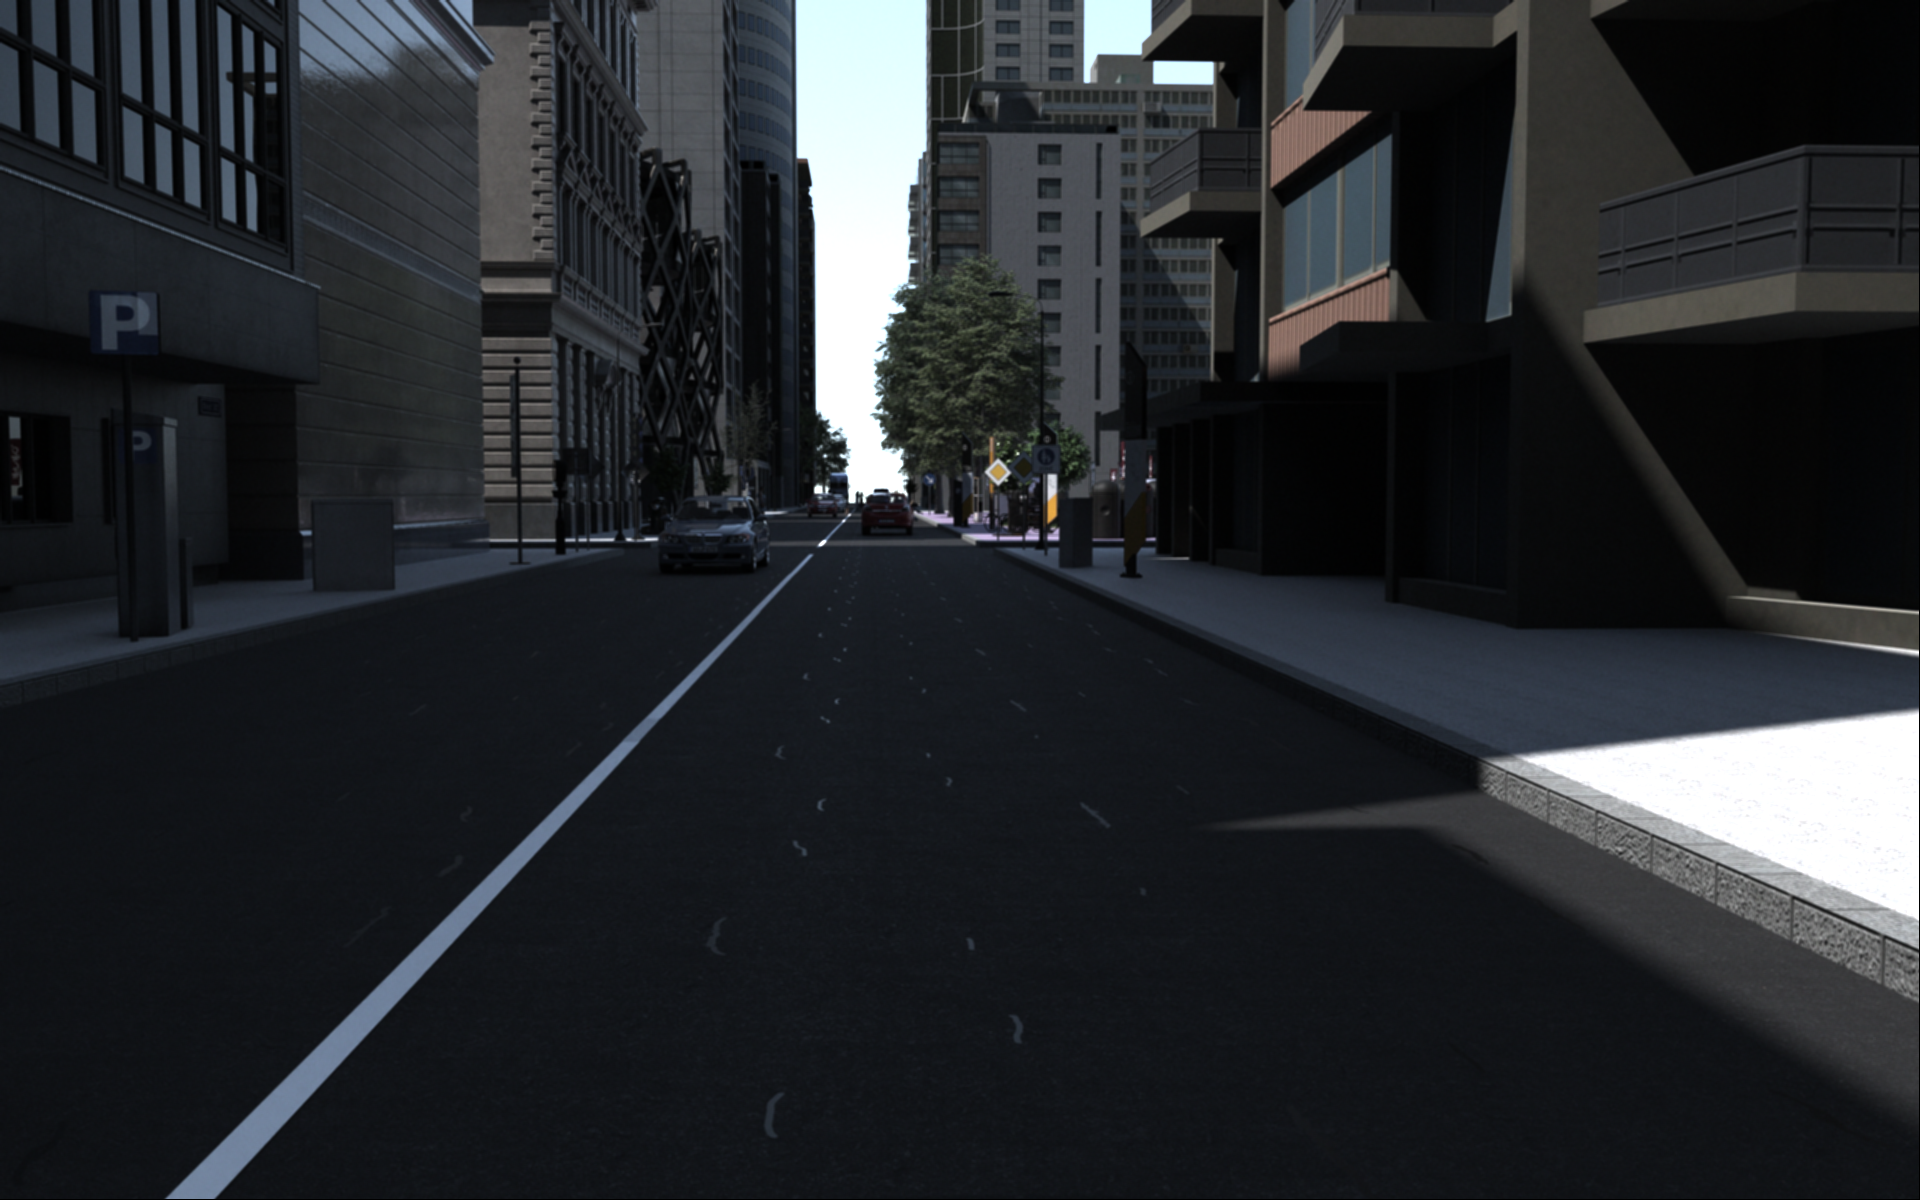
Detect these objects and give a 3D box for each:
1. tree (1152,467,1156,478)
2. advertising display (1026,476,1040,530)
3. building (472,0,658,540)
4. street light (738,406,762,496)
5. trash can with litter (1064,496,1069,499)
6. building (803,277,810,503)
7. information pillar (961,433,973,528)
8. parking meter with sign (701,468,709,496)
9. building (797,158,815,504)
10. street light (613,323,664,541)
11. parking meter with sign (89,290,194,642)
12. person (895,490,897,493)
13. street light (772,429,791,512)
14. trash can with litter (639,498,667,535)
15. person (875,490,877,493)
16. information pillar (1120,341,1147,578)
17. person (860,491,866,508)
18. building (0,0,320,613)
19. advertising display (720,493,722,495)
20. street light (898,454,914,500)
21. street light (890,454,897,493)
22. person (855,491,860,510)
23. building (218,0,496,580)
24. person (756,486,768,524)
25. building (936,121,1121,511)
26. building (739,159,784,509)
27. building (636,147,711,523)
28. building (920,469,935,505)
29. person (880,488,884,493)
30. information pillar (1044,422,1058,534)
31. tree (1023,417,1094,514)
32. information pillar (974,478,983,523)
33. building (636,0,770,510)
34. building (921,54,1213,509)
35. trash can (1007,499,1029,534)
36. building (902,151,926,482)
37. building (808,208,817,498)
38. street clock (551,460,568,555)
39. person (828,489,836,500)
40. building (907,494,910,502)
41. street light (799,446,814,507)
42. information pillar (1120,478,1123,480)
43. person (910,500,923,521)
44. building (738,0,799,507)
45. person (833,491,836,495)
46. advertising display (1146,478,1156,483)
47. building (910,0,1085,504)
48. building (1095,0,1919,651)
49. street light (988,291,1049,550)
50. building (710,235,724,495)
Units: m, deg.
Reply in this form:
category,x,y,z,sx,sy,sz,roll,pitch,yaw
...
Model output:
category,x,y,z,sx,sy,sz,roll,pitch,yaw
tree,11.901,-6.606,102.616,1.663,3.219,1.824,0,3,0
advertising display,2.832,-3.516,62.706,0.974,1.923,0.123,-2,4,-30
building,-16.627,-13.950,56.958,11.050,23.489,19.941,0,4,-3
street light,-11.068,-7.244,90.985,1.470,5.913,1.316,0,4,-3
trash can with litter,6.732,-5.688,104.380,1.055,1.170,0.624,-1,4,-16
building,-32.441,-37.998,244.971,21.300,48.544,21.600,0,4,-3
information pillar,0.276,-4.575,66.152,0.504,3.616,0.183,3,5,42
parking meter with sign,-16.686,-7.312,115.809,0.543,3.016,1.738,-2,4,-34
building,-29.862,-34.580,220.000,22.147,44.769,28.867,0,4,-3
street light,-8.748,-4.565,47.182,1.470,5.913,1.316,0,4,-3
parking meter with sign,-7.381,-1.193,15.764,0.543,3.016,1.738,-1,4,-14
person,-4.594,-7.083,125.026,1.217,1.735,0.721,-1,4,-11
street light,-12.716,-9.241,123.637,1.470,5.913,1.316,0,4,-3
trash can with litter,-9.682,-2.627,54.334,1.055,1.170,0.624,3,4,39
person,-6.363,-7.540,132.303,1.217,1.766,0.721,-1,4,-19
information pillar,2.673,-2.148,26.471,0.183,3.616,0.504,-2,4,-29
person,-10.028,-10.157,175.348,1.217,1.735,0.721,2,4,33
building,-15.339,-13.356,11.882,14.314,27.812,24.014,0,4,-3
advertising display,-17.024,-7.042,120.342,0.974,1.923,0.123,0,4,3
street light,-4.714,-11.201,155.684,1.470,5.913,1.316,0,4,-3
street light,-7.041,-13.849,198.969,1.470,5.913,1.316,0,4,-3
person,-9.415,-9.184,159.326,0.621,1.740,0.551,-3,5,-43
building,-19.836,-14.986,30.922,20.117,28.700,13.634,0,4,-3
person,-9.357,-4.446,81.285,0.778,1.811,0.616,-1,4,-12
building,5.003,-22.417,138.211,14.160,30.474,14.107,0,4,-3
building,-22.665,-23.099,149.377,14.160,30.474,14.107,0,4,-3
building,-20.267,-12.711,75.280,16.820,18.784,16.811,0,4,-3
building,10.010,-20.756,184.397,27.650,21.520,28.899,0,4,-3
person,-5.808,-7.460,130.104,1.348,1.869,0.705,1,4,10
information pillar,2.928,-3.974,56.328,0.504,3.616,0.183,2,4,26
tree,4.135,-5.538,74.258,4.285,4.588,4.351,0,3,0
information pillar,0.824,-4.462,77.444,0.304,2.012,0.304,-3,4,-37
building,-25.105,-42.349,130.658,20.563,71.187,20.611,0,4,-3
building,12.757,-28.473,157.412,32.217,40.220,23.993,0,4,-3
trash can,1.846,-2.659,55.132,0.748,1.137,0.748,0,3,0
building,3.890,-38.136,243.129,23.786,49.044,30.456,0,4,-3
building,-28.995,-37.494,263.139,14.600,45.320,14.200,0,4,-3
street clock,-8.480,-1.966,36.718,0.358,2.002,0.471,-1,4,-21
person,-10.223,-7.772,135.586,1.348,1.822,0.705,-3,4,-37
building,7.900,-35.417,270.947,32.217,40.220,23.993,0,4,-3
street light,-14.938,-11.910,167.274,1.470,5.913,1.316,0,4,-3
information pillar,7.545,-4.584,79.438,0.304,2.012,0.304,-2,4,-35
person,-2.457,-4.503,87.626,1.012,1.151,0.738,2,4,33
building,-26.982,-38.376,169.446,21.231,58.520,28.212,0,4,-3
person,-10.831,-8.587,149.719,1.217,1.723,0.721,1,4,21
advertising display,7.725,-3.863,68.366,0.974,1.923,0.123,1,4,11
building,4.074,-47.626,216.942,20.563,71.187,20.611,0,4,-3
building,14.464,-22.584,23.878,22.147,44.769,28.867,0,4,-3
street light,1.345,-4.115,39.823,1.470,5.913,1.316,0,4,-3
building,-21.933,-14.076,97.587,16.820,18.784,16.811,0,4,-3
